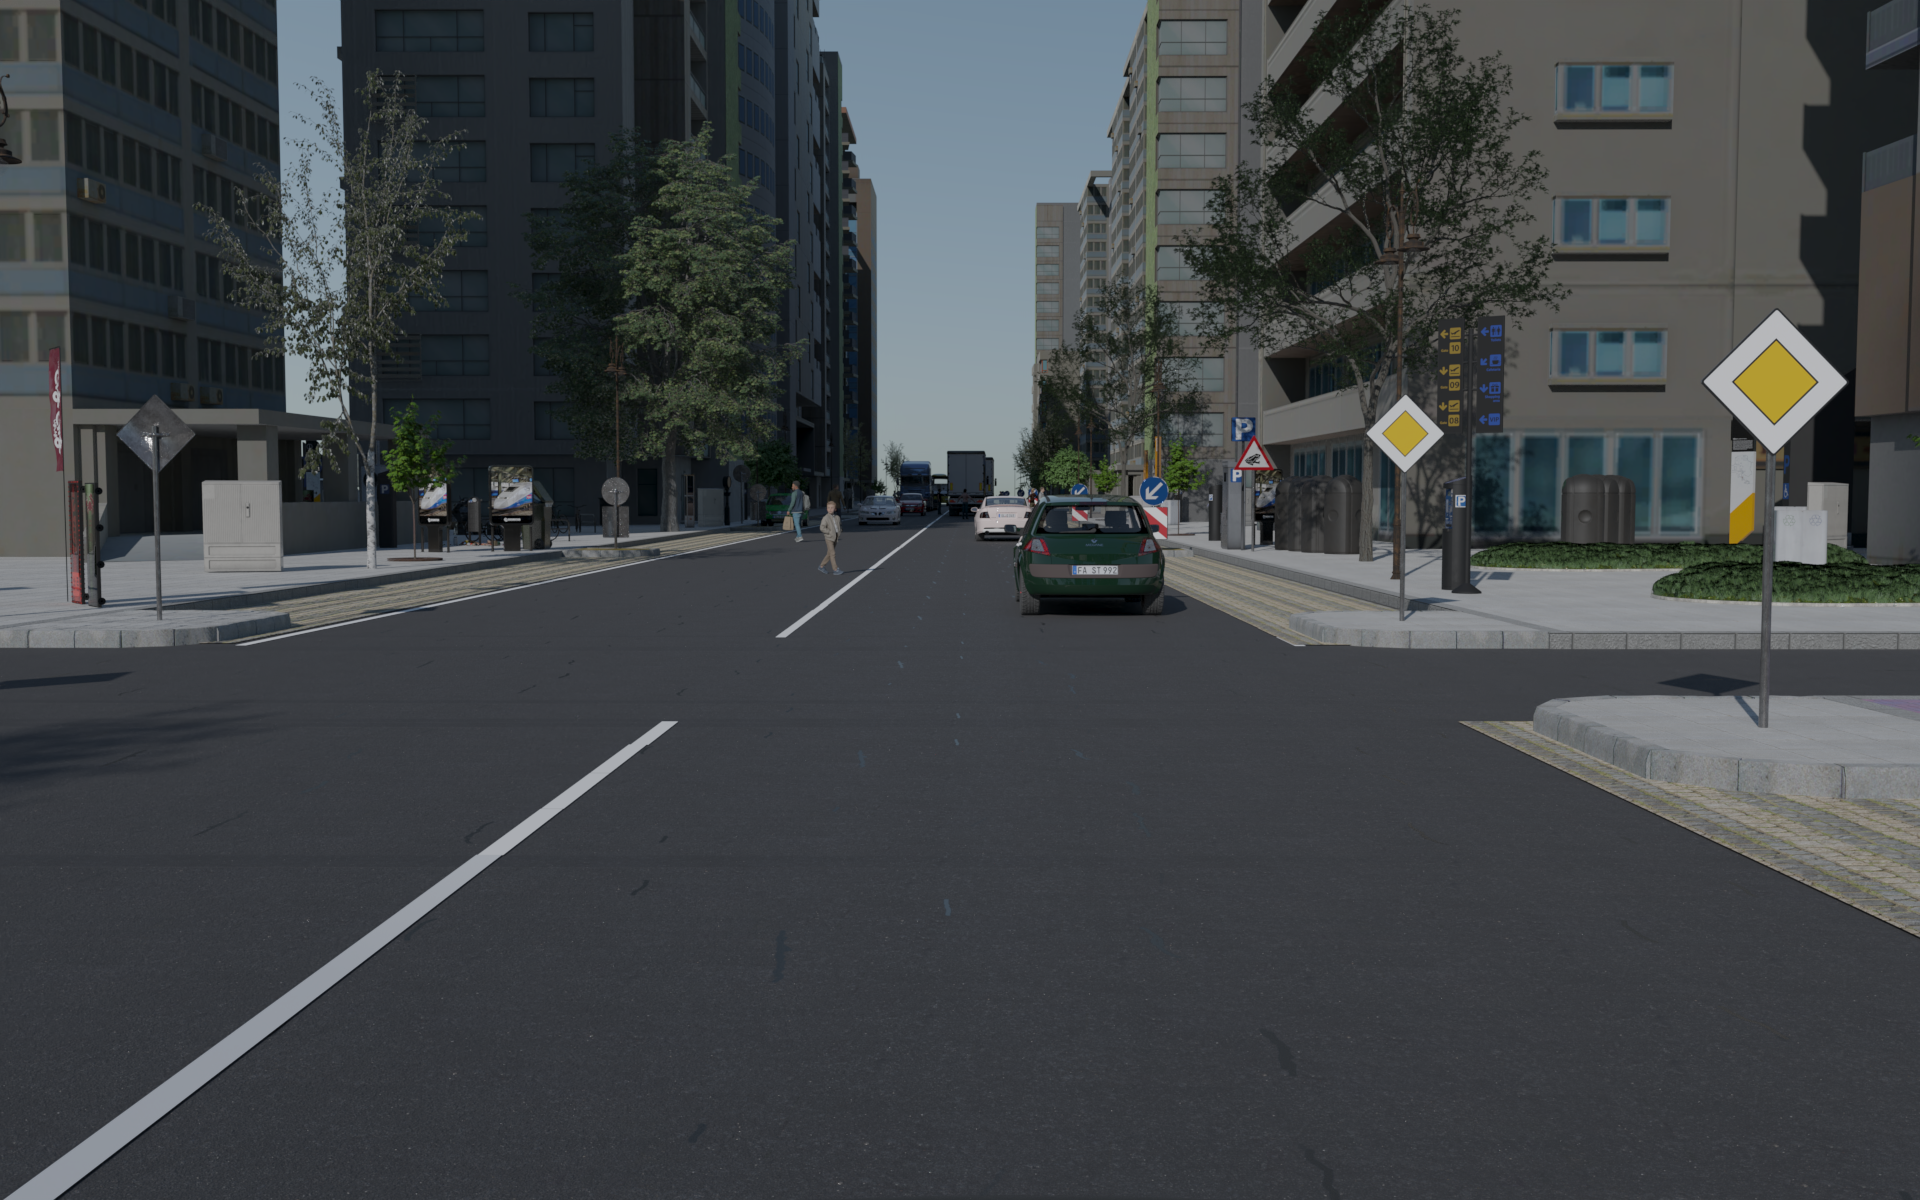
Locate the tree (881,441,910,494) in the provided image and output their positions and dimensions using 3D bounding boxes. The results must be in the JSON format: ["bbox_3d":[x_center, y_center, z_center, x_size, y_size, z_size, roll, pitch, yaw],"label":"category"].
[{"bbox_3d":[-8.892,-18.321,249.905,4.737,8.622,4.395,0,3,0],"label":"tree"}]

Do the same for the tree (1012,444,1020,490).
[{"bbox_3d":[7.500,-14.144,181.623,4.737,8.622,4.395,0,3,0],"label":"tree"}]

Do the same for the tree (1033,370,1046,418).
[{"bbox_3d":[6.689,-8.456,72.663,8.767,10.594,7.601,2,4,29],"label":"tree"}]

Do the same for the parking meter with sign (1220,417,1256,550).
[{"bbox_3d":[6.383,-2.686,40.182,0.543,3.016,1.738,0,4,-3],"label":"parking meter with sign"}]

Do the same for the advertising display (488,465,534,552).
[{"bbox_3d":[-10.023,-2.048,38.705,0.974,1.923,0.123,-2,4,-26],"label":"advertising display"}]

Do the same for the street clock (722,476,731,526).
[{"bbox_3d":[-9.459,-4.022,70.334,0.358,2.002,0.471,1,4,11],"label":"street clock"}]

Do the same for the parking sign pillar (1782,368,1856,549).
[{"bbox_3d":[18.434,-2.980,37.194,1.447,3.967,1.447,0,4,7],"label":"parking sign pillar"}]

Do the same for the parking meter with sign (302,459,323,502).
[{"bbox_3d":[-31.407,-5.440,85.197,1.738,3.016,0.543,-1,4,-20],"label":"parking meter with sign"}]

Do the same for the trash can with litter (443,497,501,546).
[{"bbox_3d":[-11.959,-1.955,43.027,1.678,1.210,2.233,-3,5,-45],"label":"trash can with litter"}]

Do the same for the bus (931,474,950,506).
[{"bbox_3d":[-2.363,-13.449,211.435,2.896,3.916,12.252,0,4,2],"label":"bus"}]

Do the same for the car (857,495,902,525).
[{"bbox_3d":[-3.760,-4.215,81.275,2.083,1.381,4.827,0,4,0],"label":"car"}]

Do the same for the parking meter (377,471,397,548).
[{"bbox_3d":[-13.637,-2.172,41.218,0.399,1.863,0.255,0,4,7],"label":"parking meter"}]

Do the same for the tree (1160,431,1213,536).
[{"bbox_3d":[6.715,-3.596,53.399,1.663,3.219,1.824,0,3,0],"label":"tree"}]

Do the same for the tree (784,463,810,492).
[{"bbox_3d":[-9.893,-6.786,105.550,1.663,3.219,1.824,0,3,0],"label":"tree"}]

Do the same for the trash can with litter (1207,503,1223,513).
[{"bbox_3d":[9.571,-3.173,63.271,1.055,1.170,0.624,0,4,-1],"label":"trash can with litter"}]

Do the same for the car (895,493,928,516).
[{"bbox_3d":[-3.193,-6.437,114.293,2.155,1.783,4.494,0,4,1],"label":"car"}]

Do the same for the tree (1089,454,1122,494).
[{"bbox_3d":[7.026,-5.494,84.422,1.663,3.219,1.824,0,3,0],"label":"tree"}]

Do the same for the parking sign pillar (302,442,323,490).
[{"bbox_3d":[-33.211,-6.159,89.179,1.447,3.967,1.447,0,4,2],"label":"parking sign pillar"}]

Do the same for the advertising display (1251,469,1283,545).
[{"bbox_3d":[7.726,-2.348,43.600,0.974,1.923,0.123,-2,4,-34],"label":"advertising display"}]

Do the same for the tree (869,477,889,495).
[{"bbox_3d":[-9.438,-12.154,193.317,1.663,3.219,1.824,0,3,0],"label":"tree"}]

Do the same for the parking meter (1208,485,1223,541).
[{"bbox_3d":[6.999,-2.387,47.442,0.372,1.533,0.369,0,3,0],"label":"parking meter"}]

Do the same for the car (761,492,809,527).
[{"bbox_3d":[-7.597,-4.058,75.137,1.959,1.807,4.718,0,3,0],"label":"car"}]

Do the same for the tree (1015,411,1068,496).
[{"bbox_3d":[7.153,-12.128,148.647,4.360,8.622,3.978,0,3,0],"label":"tree"}]

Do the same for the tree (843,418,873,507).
[{"bbox_3d":[-10.338,-13.286,167.593,4.360,8.622,3.978,0,3,0],"label":"tree"}]

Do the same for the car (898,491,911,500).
[{"bbox_3d":[-3.756,-7.439,131.412,2.009,1.686,4.222,0,4,-2],"label":"car"}]

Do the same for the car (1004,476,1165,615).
[{"bbox_3d":[1.566,-0.738,21.854,2.009,1.686,4.222,0,4,1],"label":"car"}]

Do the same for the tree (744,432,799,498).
[{"bbox_3d":[-9.847,-6.471,89.513,4.285,4.588,4.351,0,3,0],"label":"tree"}]

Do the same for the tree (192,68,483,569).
[{"bbox_3d":[-10.355,-4.842,29.536,4.360,8.622,3.978,0,3,0],"label":"tree"}]

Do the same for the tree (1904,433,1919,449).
[{"bbox_3d":[14.841,-1.865,25.087,1.663,3.219,1.824,0,3,0],"label":"tree"}]

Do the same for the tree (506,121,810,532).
[{"bbox_3d":[-9.990,-9.289,58.525,9.857,13.997,8.962,0,3,0],"label":"tree"}]

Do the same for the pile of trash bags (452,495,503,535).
[{"bbox_3d":[-15.678,-2.759,54.868,3.447,1.369,1.912,0,4,8],"label":"pile of trash bags"}]

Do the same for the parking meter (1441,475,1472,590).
[{"bbox_3d":[6.647,-0.903,23.174,0.372,1.533,0.369,0,3,0],"label":"parking meter"}]

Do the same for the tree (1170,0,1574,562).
[{"bbox_3d":[7.479,-5.994,32.416,8.767,10.594,7.601,3,5,42],"label":"tree"}]

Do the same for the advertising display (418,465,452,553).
[{"bbox_3d":[-11.546,-2.010,38.074,0.974,1.923,0.123,2,4,33],"label":"advertising display"}]

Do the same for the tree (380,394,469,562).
[{"bbox_3d":[-10.522,-2.355,33.111,1.663,3.219,1.824,0,3,0],"label":"tree"}]

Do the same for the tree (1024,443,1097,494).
[{"bbox_3d":[7.150,-7.813,111.456,4.285,4.588,4.351,0,3,0],"label":"tree"}]

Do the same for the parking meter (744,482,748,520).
[{"bbox_3d":[-10.738,-4.896,85.754,0.399,1.863,0.255,-3,5,-40],"label":"parking meter"}]

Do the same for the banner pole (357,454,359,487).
[{"bbox_3d":[-26.371,-5.253,75.905,0.401,3.779,0.863,-3,5,-42],"label":"banner pole"}]

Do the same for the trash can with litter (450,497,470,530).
[{"bbox_3d":[-18.046,-3.097,62.025,1.055,1.170,0.624,1,4,19],"label":"trash can with litter"}]

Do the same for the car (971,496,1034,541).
[{"bbox_3d":[1.394,-2.544,53.957,2.083,1.381,4.827,0,3,0],"label":"car"}]

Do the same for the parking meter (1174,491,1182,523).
[{"bbox_3d":[9.819,-4.419,77.961,0.255,1.863,0.399,2,4,34],"label":"parking meter"}]

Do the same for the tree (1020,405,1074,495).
[{"bbox_3d":[7.282,-11.571,139.544,4.737,8.622,4.395,0,3,0],"label":"tree"}]
